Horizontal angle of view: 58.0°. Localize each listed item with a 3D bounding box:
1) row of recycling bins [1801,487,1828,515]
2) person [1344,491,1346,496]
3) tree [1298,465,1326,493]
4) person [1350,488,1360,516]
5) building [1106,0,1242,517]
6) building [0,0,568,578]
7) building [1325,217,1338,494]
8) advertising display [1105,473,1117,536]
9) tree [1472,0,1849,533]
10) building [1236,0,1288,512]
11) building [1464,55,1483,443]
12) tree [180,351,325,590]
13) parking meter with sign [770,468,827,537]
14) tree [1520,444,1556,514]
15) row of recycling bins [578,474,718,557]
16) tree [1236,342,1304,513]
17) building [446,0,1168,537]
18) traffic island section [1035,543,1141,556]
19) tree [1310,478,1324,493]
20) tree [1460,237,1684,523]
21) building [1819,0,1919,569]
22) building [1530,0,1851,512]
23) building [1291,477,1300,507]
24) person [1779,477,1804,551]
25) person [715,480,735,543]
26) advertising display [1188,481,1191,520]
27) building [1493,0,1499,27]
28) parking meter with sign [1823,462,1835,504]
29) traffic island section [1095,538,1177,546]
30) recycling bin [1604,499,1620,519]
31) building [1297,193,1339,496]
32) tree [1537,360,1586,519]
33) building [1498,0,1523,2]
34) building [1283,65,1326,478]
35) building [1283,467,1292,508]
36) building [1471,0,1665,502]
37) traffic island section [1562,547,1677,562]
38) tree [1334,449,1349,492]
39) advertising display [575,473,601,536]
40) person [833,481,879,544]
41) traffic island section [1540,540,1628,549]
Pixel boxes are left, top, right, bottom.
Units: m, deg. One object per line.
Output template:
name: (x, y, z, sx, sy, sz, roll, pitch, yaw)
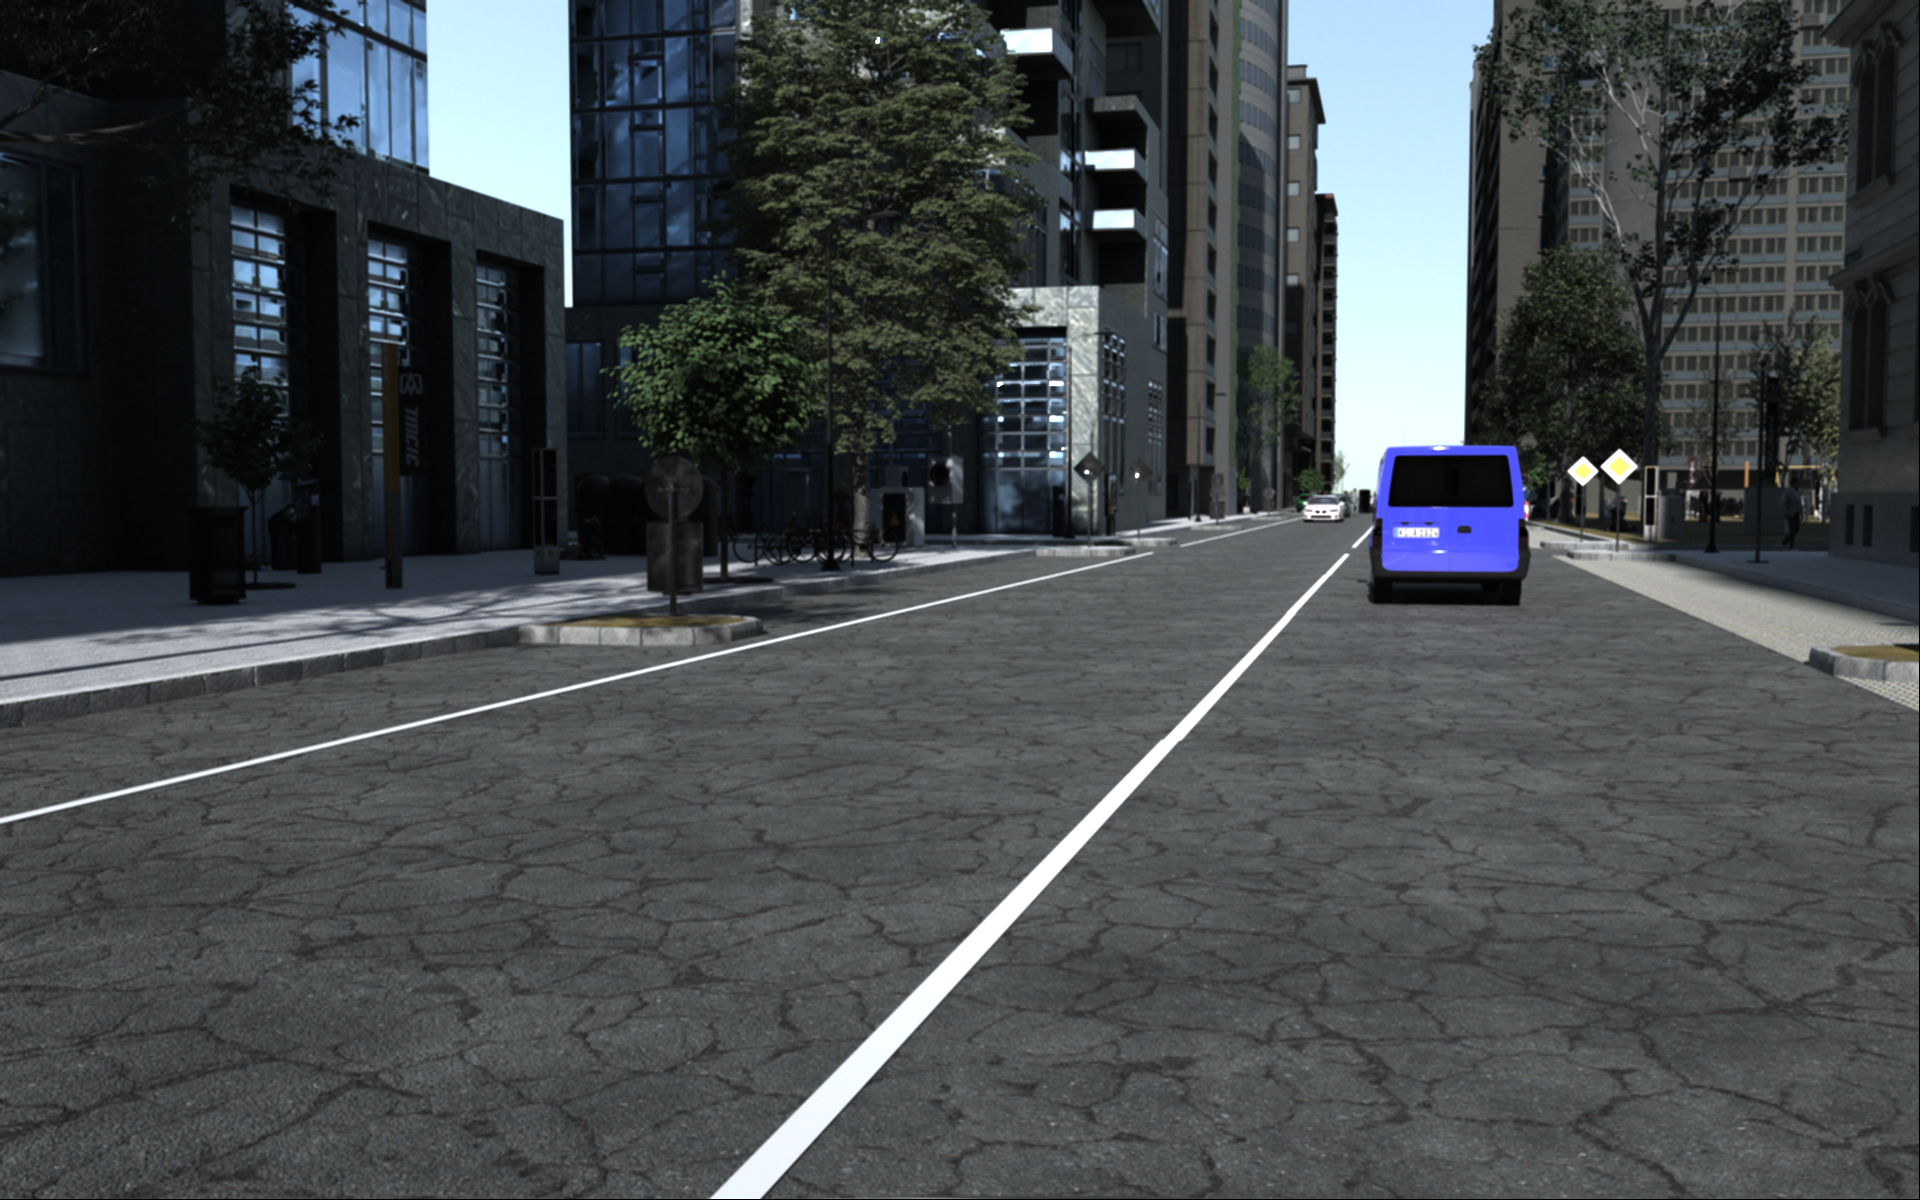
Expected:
row of recycling bins: (52.406, -5.943, 104.288, 3.534, 1.692, 1.069, 2, 4, 28)
person: (41.967, -11.022, 188.792, 0.705, 1.814, 1.350, 0, 4, 2)
tree: (39.557, -12.972, 195.802, 4.285, 4.588, 4.351, 0, 3, 0)
person: (26.162, -6.494, 114.775, 0.635, 1.810, 0.391, 3, 4, 36)
building: (8.319, -25.413, 99.102, 14.154, 41.232, 14.086, 1, 4, 14)
building: (-27.081, -43.966, 31.513, 31.000, 86.520, 22.319, 1, 4, 14)
building: (50.776, -37.775, 267.739, 14.600, 45.320, 14.200, 1, 4, 14)
advertising display: (4.642, -2.944, 53.353, 0.123, 1.923, 0.974, 1, 4, 20)
tree: (23.960, -12.233, 55.903, 12.611, 20.169, 13.585, 0, 3, 0)
building: (14.386, -36.434, 137.694, 21.231, 58.520, 28.212, 1, 4, 14)
building: (78.782, -42.187, 231.762, 21.231, 58.520, 28.212, 1, 4, 14)
tree: (-9.488, -1.772, 23.578, 1.663, 3.219, 1.824, 0, 3, 0)
parking meter with sign: (-4.840, -3.381, 51.542, 1.738, 3.016, 0.543, 1, 4, 14)
tree: (36.809, -7.856, 112.166, 4.285, 4.588, 4.351, 0, 3, 0)
row of recycling bins: (-6.602, -1.792, 36.404, 3.534, 1.692, 1.069, 2, 4, 29)
tree: (19.610, -11.728, 117.503, 9.928, 11.665, 9.643, 0, 3, 0)
building: (-2.688, -46.262, 69.063, 22.319, 86.520, 31.000, 1, 4, 14)
traffic island section: (3.054, -1.163, 41.302, 2.009, 0.180, 2.903, 1, 4, 14)
tree: (39.298, -12.064, 191.843, 1.663, 3.219, 1.824, 0, 3, 0)
tree: (27.280, -9.811, 77.420, 9.611, 12.733, 9.660, 0, 3, 0)
building: (21.343, -14.404, 22.896, 14.401, 28.519, 23.554, 1, 4, 14)
building: (58.549, -26.867, 131.158, 32.217, 40.220, 23.993, 1, 4, 14)
building: (19.852, -30.159, 184.985, 32.217, 40.220, 23.993, 1, 4, 14)
person: (20.392, -2.092, 42.557, 0.661, 1.843, 0.795, -1, 4, -21)
person: (-6.647, -2.468, 48.864, 0.620, 1.820, 0.660, -2, 4, -33)
advertising display: (11.496, -4.990, 86.793, 0.123, 1.923, 0.974, 0, 4, 5)
building: (72.417, -47.070, 207.850, 20.563, 71.187, 20.611, 1, 4, 14)
parking meter with sign: (47.476, -5.970, 93.871, 1.738, 3.016, 0.543, -2, 4, -24)
traffic island section: (5.038, -1.636, 49.037, 2.009, 0.180, 2.903, 1, 4, 14)
recycling bin: (33.403, -4.665, 88.831, 0.722, 1.027, 0.722, 2, 4, 29)
building: (42.332, -36.275, 247.727, 22.147, 44.769, 28.867, 1, 4, 14)
tree: (30.306, -8.440, 88.357, 4.737, 8.622, 4.395, 0, 3, 0)
building: (58.907, -32.520, 155.411, 21.300, 48.544, 21.600, 1, 4, 14)
building: (31.115, -38.609, 220.494, 28.713, 52.752, 27.495, 1, 4, 14)
building: (20.502, -44.198, 160.896, 20.563, 71.187, 20.611, 1, 4, 14)
building: (64.027, -33.853, 177.206, 21.300, 48.544, 21.600, 1, 4, 14)
traffic island section: (14.573, -0.983, 38.354, 2.009, 0.180, 2.903, 1, 4, 14)
tree: (60.249, -19.973, 276.922, 4.737, 8.622, 4.395, 0, 3, 0)
advertising display: (-11.440, -2.943, 53.330, 0.123, 1.923, 0.974, 3, 4, 37)
person: (-2.984, -2.462, 48.970, 1.509, 1.804, 0.699, 1, 4, 20)
traffic island section: (16.557, -1.456, 46.090, 2.009, 0.180, 2.903, 1, 4, 14)
